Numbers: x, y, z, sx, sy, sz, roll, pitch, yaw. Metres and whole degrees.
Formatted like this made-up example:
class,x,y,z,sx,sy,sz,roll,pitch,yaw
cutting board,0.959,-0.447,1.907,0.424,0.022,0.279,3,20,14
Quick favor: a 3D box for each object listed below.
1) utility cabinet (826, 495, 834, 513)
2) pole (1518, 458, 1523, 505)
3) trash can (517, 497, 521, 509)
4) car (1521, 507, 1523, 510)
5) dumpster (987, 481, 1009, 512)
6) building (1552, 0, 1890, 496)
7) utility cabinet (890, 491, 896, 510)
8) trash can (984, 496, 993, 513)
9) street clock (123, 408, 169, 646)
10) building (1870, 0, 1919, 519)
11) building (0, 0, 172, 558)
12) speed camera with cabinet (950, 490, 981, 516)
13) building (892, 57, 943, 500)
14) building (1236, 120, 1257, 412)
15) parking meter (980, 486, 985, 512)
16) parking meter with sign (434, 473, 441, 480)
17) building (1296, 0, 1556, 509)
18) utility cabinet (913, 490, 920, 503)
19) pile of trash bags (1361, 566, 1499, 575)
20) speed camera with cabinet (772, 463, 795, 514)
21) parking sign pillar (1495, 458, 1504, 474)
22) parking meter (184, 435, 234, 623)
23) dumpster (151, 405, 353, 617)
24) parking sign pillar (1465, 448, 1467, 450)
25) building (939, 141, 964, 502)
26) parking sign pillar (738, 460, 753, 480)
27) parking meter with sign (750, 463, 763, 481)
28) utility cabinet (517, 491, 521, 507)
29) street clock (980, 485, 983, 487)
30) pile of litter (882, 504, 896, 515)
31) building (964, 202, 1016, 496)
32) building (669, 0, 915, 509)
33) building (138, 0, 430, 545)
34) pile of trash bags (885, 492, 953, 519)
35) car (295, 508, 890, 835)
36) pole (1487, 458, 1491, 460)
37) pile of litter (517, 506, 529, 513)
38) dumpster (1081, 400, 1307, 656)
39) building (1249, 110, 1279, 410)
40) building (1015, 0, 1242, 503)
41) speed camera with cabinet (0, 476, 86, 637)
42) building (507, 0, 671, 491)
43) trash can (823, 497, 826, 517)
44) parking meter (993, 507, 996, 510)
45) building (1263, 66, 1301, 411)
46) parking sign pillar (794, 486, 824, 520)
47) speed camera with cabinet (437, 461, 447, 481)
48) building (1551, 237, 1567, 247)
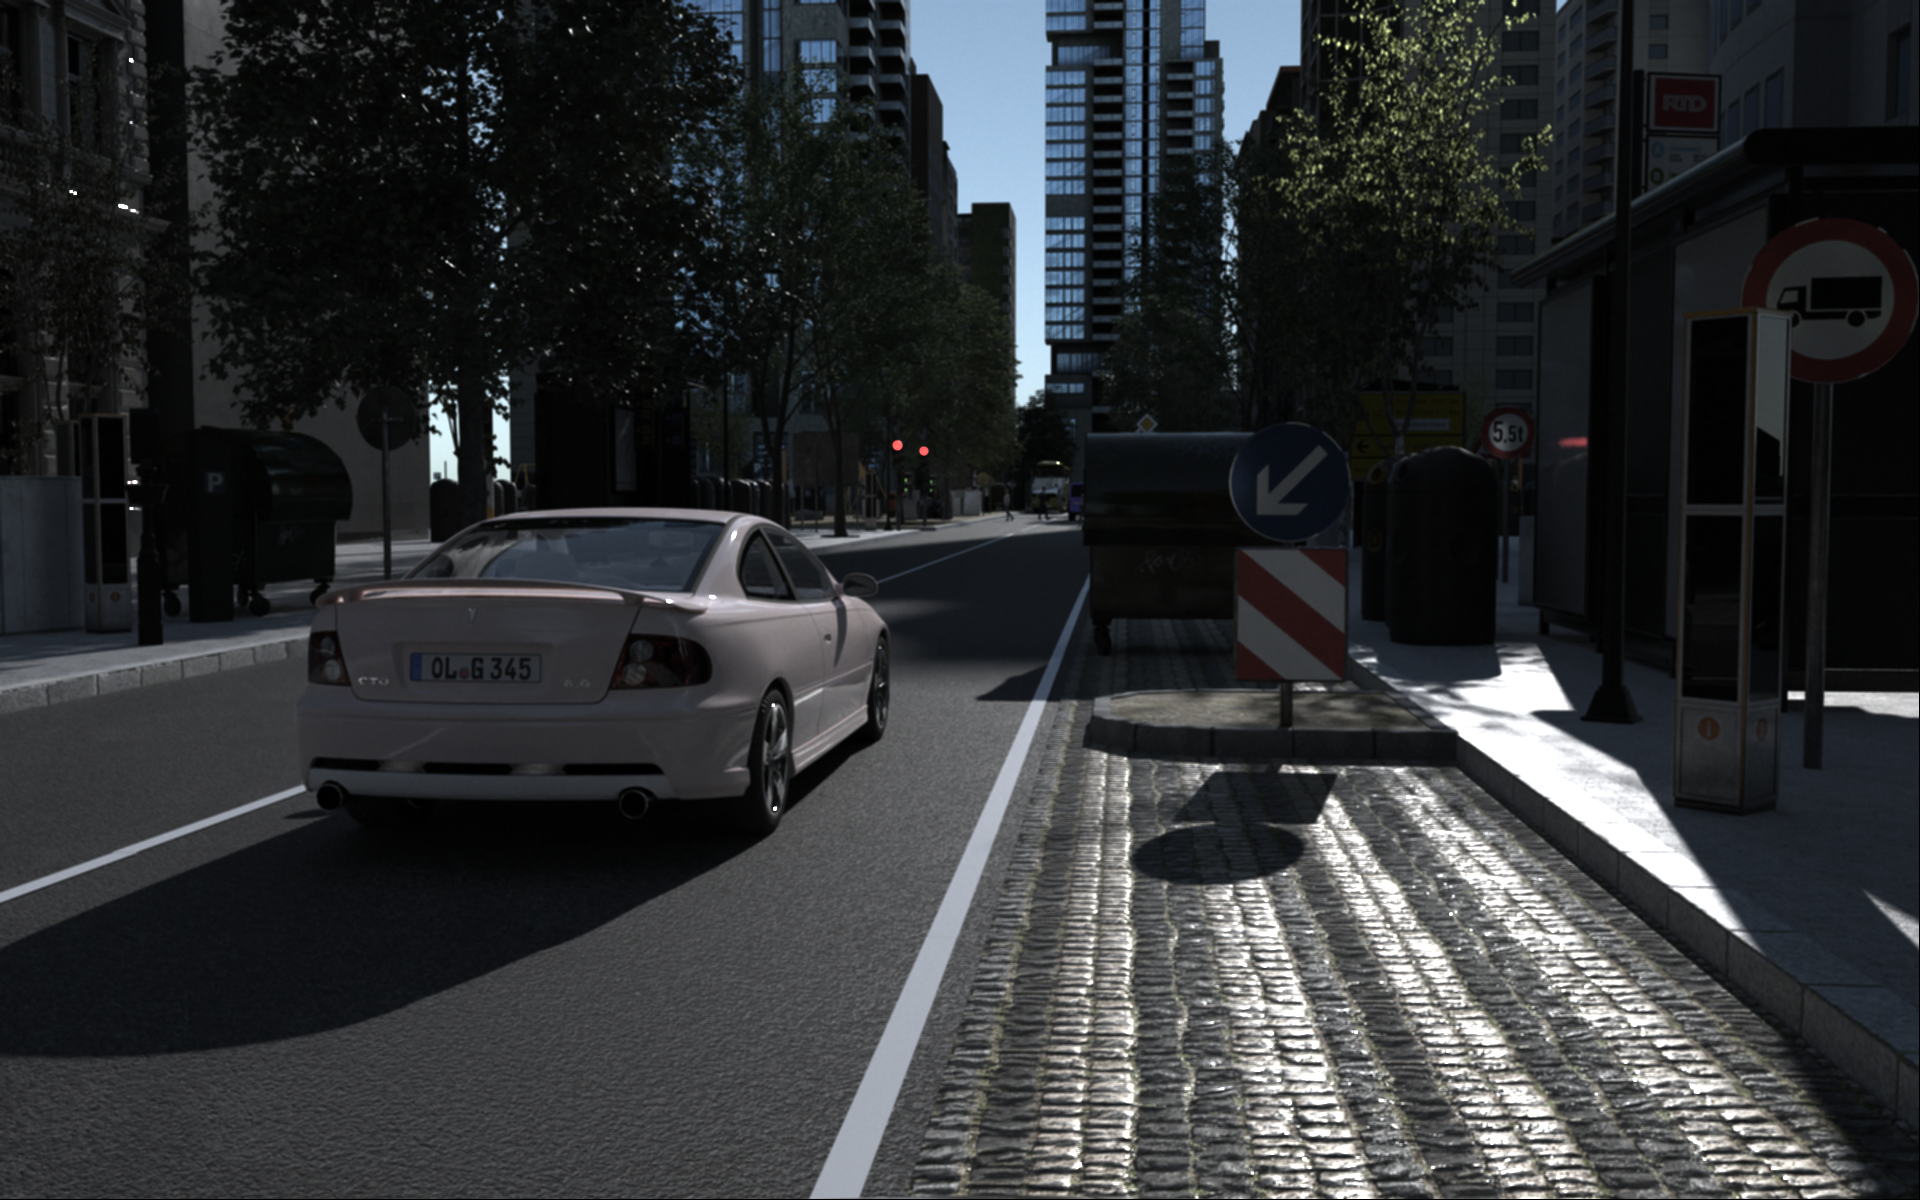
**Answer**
class,x,y,z,sx,sy,sz,roll,pitch,yaw
utility cabinet,-8.665,-6.529,117.909,1.020,1.237,0.306,2,4,35
pole,28.106,-5.693,86.931,0.158,3.312,0.155,0,3,0
trash can,-21.767,-4.534,85.780,0.748,1.137,0.748,0,3,0
car,21.879,-3.205,61.192,4.718,1.807,1.959,0,4,7
dumpster,2.774,-7.627,127.194,1.502,2.255,1.985,0,4,5
building,81.593,-39.629,189.933,28.212,58.520,21.231,0,4,5
utility cabinet,-4.340,-6.489,114.771,0.318,1.500,1.173,-2,4,-25
trash can,2.262,-7.492,134.145,0.748,1.137,0.748,0,3,0
street clock,-6.908,-0.621,14.724,0.358,2.002,0.471,-2,4,-26
building,25.918,-29.941,31.535,21.231,58.520,28.212,0,4,5
building,-22.185,-12.069,26.200,11.050,23.489,19.941,0,4,5
speed camera with cabinet,0.222,-6.616,102.504,2.038,3.252,0.660,1,4,9
building,-9.409,-32.566,182.561,14.600,45.320,14.200,0,4,5
building,53.452,-40.247,247.277,27.495,52.752,28.713,0,4,5
parking meter,1.576,-7.160,122.769,0.399,1.863,0.255,3,5,42
parking meter with sign,-42.300,-8.764,139.552,0.543,3.016,1.738,0,4,-3
building,38.642,-43.554,150.360,20.563,71.187,20.611,0,4,5
utility cabinet,-2.449,-5.394,96.864,0.318,1.500,1.173,0,4,-7
pile of trash bags,8.115,-1.178,29.005,1.912,1.369,3.447,0,4,-7
speed camera with cabinet,-11.000,-7.038,109.406,0.660,3.252,2.038,3,5,42
parking sign pillar,24.323,-5.475,77.986,1.447,3.967,1.447,1,4,14
parking meter,-7.520,-0.714,17.382,0.255,1.863,0.399,3,4,37
dumpster,-7.737,-0.999,18.829,1.502,2.255,1.985,0,4,5
parking sign pillar,30.422,-7.034,103.472,1.447,3.967,1.447,3,5,39
building,-7.540,-31.760,202.874,14.086,41.232,14.154,0,4,5
parking sign pillar,-16.746,-8.946,134.734,1.447,3.967,1.447,-3,4,-39
parking meter with sign,-11.683,-6.137,96.600,0.543,3.016,1.738,2,4,25
utility cabinet,-28.983,-6.384,113.054,1.173,1.500,0.318,2,4,29
street clock,1.767,-8.131,137.518,0.358,2.002,0.471,-1,4,-8
pile of litter,-4.343,-5.733,107.701,1.719,0.858,1.176,1,4,15
building,0.615,-34.361,245.396,14.086,41.232,14.154,0,4,5
building,-15.177,-51.775,159.190,22.319,86.520,31.000,0,4,5
building,-27.373,-15.325,44.064,24.014,27.812,14.314,0,4,5
pile of trash bags,-2.175,-4.878,89.501,3.447,1.369,1.912,-1,4,-16
car,-1.531,0.221,8.743,2.083,1.381,4.827,0,4,7
pole,27.369,-5.865,89.732,0.158,3.312,0.155,0,3,0
pile of litter,-15.437,-2.904,61.437,1.719,0.858,1.176,-1,4,-13
dumpster,2.087,-0.653,15.634,1.985,2.255,1.502,0,4,5
building,40.523,-33.490,197.669,14.600,45.320,14.200,0,4,5
building,24.059,-57.090,246.096,31.000,86.520,22.319,0,4,5
speed camera with cabinet,-8.874,-1.294,15.493,0.660,3.252,2.038,1,4,22
building,-39.312,-46.694,201.692,20.611,71.187,20.563,0,4,5
trash can,-7.736,-5.130,95.528,0.748,1.137,0.748,0,3,0
parking meter,2.680,-7.962,138.585,0.372,1.533,0.369,0,3,0
building,42.452,-31.865,175.610,22.147,44.769,28.867,0,4,5
parking sign pillar,-7.399,-5.897,84.886,1.447,3.967,1.447,1,4,15
speed camera with cabinet,-30.595,-6.758,104.822,0.660,3.252,2.038,3,5,43
building,60.383,-25.994,196.711,14.107,30.474,14.160,0,4,5
